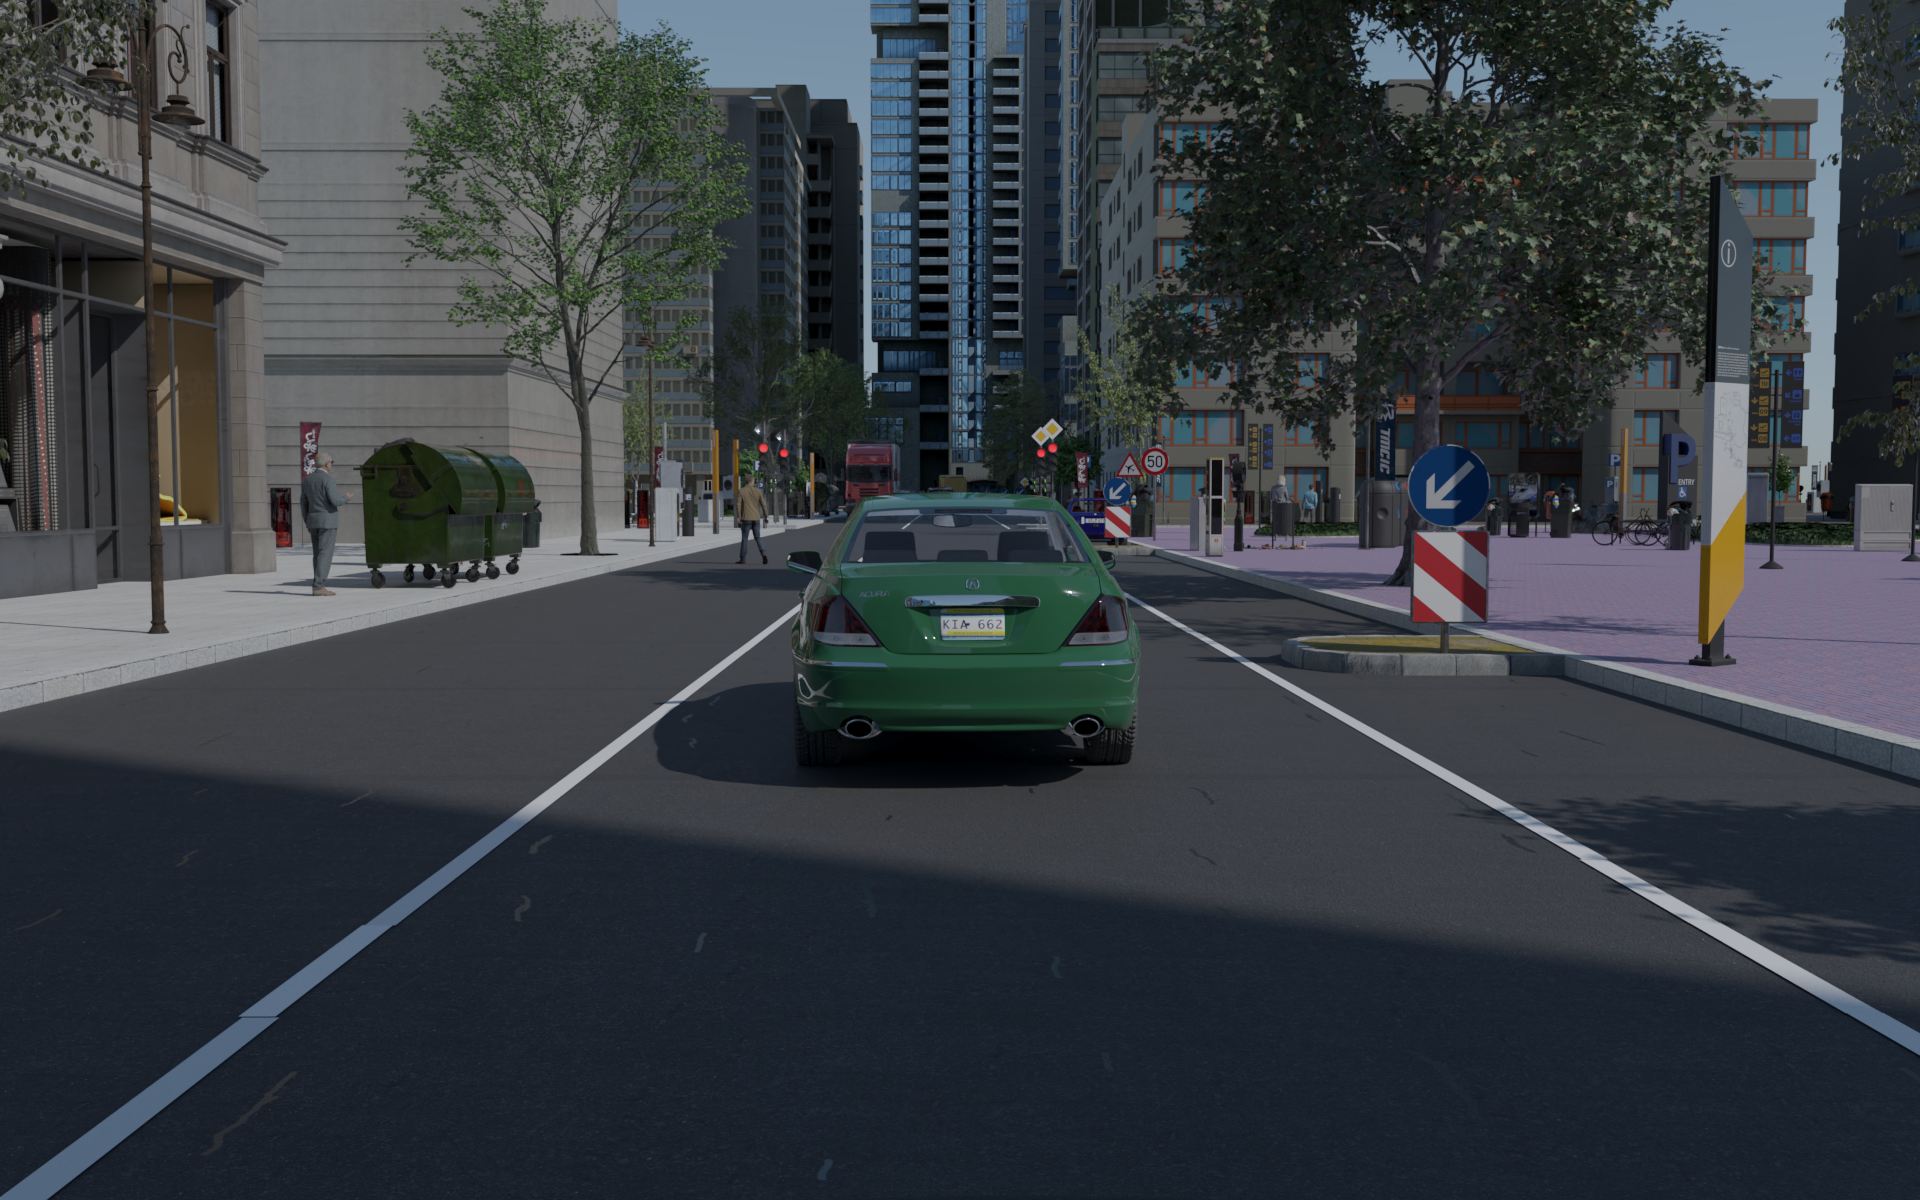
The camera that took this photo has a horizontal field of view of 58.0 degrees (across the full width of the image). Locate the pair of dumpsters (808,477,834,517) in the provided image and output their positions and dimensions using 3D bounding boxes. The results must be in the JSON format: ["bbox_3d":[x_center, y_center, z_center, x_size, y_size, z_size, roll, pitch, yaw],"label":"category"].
[{"bbox_3d":[-8.003,-5.850,98.134,1.574,2.255,4.437,0,4,-1],"label":"pair of dumpsters"}]

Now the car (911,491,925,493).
[{"bbox_3d":[-4.512,-10.818,185.554,2.281,1.827,5.304,0,4,-1],"label":"car"}]

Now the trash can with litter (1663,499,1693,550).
[{"bbox_3d":[16.404,-1.736,39.767,0.624,1.170,1.055,0,4,5],"label":"trash can with litter"}]

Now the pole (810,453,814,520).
[{"bbox_3d":[-7.313,-5.615,85.646,0.158,3.312,0.155,0,3,0],"label":"pole"}]

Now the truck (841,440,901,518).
[{"bbox_3d":[-4.554,-6.268,91.401,2.839,4.237,11.283,0,3,0],"label":"truck"}]

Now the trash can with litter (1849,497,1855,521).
[{"bbox_3d":[38.764,-3.872,74.697,0.624,1.170,1.055,1,4,14],"label":"trash can with litter"}]

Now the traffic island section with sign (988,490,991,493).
[{"bbox_3d":[3.052,-7.098,124.680,1.989,1.847,2.006,0,4,0],"label":"traffic island section with sign"}]

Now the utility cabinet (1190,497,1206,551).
[{"bbox_3d":[5.471,-1.728,39.410,0.306,1.237,1.020,0,4,-3],"label":"utility cabinet"}]

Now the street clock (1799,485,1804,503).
[{"bbox_3d":[67.883,-8.278,139.917,0.471,2.002,0.358,2,4,31],"label":"street clock"}]

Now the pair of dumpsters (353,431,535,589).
[{"bbox_3d":[-7.501,-1.403,25.439,1.574,2.255,4.437,0,4,-1],"label":"pair of dumpsters"}]

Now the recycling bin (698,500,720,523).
[{"bbox_3d":[-11.319,-4.005,78.032,0.722,1.027,0.722,3,4,37],"label":"recycling bin"}]

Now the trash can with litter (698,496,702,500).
[{"bbox_3d":[-17.941,-7.067,126.601,2.233,1.210,1.678,0,4,-2],"label":"trash can with litter"}]

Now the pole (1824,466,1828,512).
[{"bbox_3d":[62.457,-8.020,124.970,0.158,3.312,0.155,0,3,0],"label":"pole"}]

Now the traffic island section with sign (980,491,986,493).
[{"bbox_3d":[2.527,-11.822,201.917,1.989,1.847,2.006,0,4,0],"label":"traffic island section with sign"}]

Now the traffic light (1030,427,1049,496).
[{"bbox_3d":[3.358,-5.109,72.453,0.839,4.253,0.868,0,4,0],"label":"traffic light"}]

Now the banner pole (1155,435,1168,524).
[{"bbox_3d":[8.518,-5.106,73.499,0.401,3.779,0.863,3,5,42],"label":"banner pole"}]

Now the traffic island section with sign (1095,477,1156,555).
[{"bbox_3d":[3.611,-2.024,41.720,1.989,1.847,2.006,0,4,0],"label":"traffic island section with sign"}]

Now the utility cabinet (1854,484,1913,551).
[{"bbox_3d":[20.651,-1.835,38.682,1.173,1.500,0.318,0,4,2],"label":"utility cabinet"}]

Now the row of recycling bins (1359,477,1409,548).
[{"bbox_3d":[10.557,-2.174,42.657,1.069,1.692,3.534,2,4,27],"label":"row of recycling bins"}]

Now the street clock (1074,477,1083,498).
[{"bbox_3d":[5.057,-4.237,73.853,0.358,2.002,0.471,-1,4,-16],"label":"street clock"}]

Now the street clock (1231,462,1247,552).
[{"bbox_3d":[6.230,-2.087,38.688,0.358,2.002,0.471,1,4,21],"label":"street clock"}]

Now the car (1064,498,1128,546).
[{"bbox_3d":[3.367,-1.996,45.211,1.945,1.354,3.894,0,4,-1],"label":"car"}]

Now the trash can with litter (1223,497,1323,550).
[{"bbox_3d":[7.242,-1.806,40.587,2.233,1.210,1.678,2,4,32],"label":"trash can with litter"}]

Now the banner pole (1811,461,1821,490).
[{"bbox_3d":[65.390,-8.698,132.224,0.863,3.779,0.401,0,4,4],"label":"banner pole"}]

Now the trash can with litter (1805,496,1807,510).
[{"bbox_3d":[67.228,-7.653,136.509,0.624,1.170,1.055,-2,4,-35],"label":"trash can with litter"}]

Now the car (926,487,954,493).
[{"bbox_3d":[-1.101,-5.457,97.890,2.281,1.827,5.304,0,4,-1],"label":"car"}]

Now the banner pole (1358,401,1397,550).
[{"bbox_3d":[9.637,-3.053,39.930,0.863,3.779,0.401,1,4,22],"label":"banner pole"}]

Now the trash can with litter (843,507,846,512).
[{"bbox_3d":[-8.128,-7.046,126.587,1.055,1.170,0.624,0,4,1],"label":"trash can with litter"}]

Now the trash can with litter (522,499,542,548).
[{"bbox_3d":[-10.448,-1.836,41.404,0.624,1.170,1.055,-3,5,-44],"label":"trash can with litter"}]

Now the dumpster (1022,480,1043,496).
[{"bbox_3d":[5.098,-7.584,126.494,1.502,2.255,1.985,0,4,0],"label":"dumpster"}]

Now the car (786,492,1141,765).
[{"bbox_3d":[-0.031,0.073,10.609,2.131,1.459,4.920,0,4,-2],"label":"car"}]

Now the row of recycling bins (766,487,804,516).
[{"bbox_3d":[-10.743,-5.962,104.589,1.069,1.692,3.534,3,5,41],"label":"row of recycling bins"}]

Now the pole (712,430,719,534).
[{"bbox_3d":[-7.806,-3.760,55.318,0.158,3.312,0.155,0,3,0],"label":"pole"}]

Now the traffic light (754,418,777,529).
[{"bbox_3d":[-7.249,-4.615,64.380,0.839,4.253,0.868,0,4,0],"label":"traffic light"}]

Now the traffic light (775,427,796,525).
[{"bbox_3d":[-7.303,-5.104,72.365,0.839,4.253,0.868,0,4,0],"label":"traffic light"}]

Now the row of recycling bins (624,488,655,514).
[{"bbox_3d":[-20.896,-6.589,114.850,3.534,1.692,1.069,-2,4,-31],"label":"row of recycling bins"}]

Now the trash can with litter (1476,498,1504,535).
[{"bbox_3d":[16.355,-2.587,53.693,0.624,1.170,1.055,-1,4,-19],"label":"trash can with litter"}]

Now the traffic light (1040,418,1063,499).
[{"bbox_3d":[3.412,-4.621,64.468,0.839,4.253,0.868,0,4,0],"label":"traffic light"}]

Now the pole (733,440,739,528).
[{"bbox_3d":[-8.402,-4.353,65.008,0.158,3.312,0.155,0,3,0],"label":"pole"}]

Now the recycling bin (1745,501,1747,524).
[{"bbox_3d":[28.439,-3.102,63.270,0.722,1.027,0.722,1,4,14],"label":"recycling bin"}]

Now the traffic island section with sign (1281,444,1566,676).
[{"bbox_3d":[3.796,-0.367,14.621,1.989,1.847,2.006,0,4,0],"label":"traffic island section with sign"}]

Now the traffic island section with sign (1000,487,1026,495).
[{"bbox_3d":[3.235,-5.431,97.420,1.989,1.847,2.006,0,4,0],"label":"traffic island section with sign"}]

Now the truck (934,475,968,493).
[{"bbox_3d":[-0.800,-10.986,175.547,3.469,3.379,9.791,0,4,-2],"label":"truck"}]

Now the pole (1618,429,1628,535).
[{"bbox_3d":[20.679,-3.679,53.996,0.158,3.312,0.155,0,3,0],"label":"pole"}]

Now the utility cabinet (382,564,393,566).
[{"bbox_3d":[-10.405,-1.230,31.278,0.306,1.237,1.020,-1,4,-15],"label":"utility cabinet"}]

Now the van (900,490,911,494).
[{"bbox_3d":[-5.795,-10.549,179.493,2.013,2.044,4.112,0,4,1],"label":"van"}]

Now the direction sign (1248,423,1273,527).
[{"bbox_3d":[9.656,-3.898,55.727,0.876,3.537,0.379,-1,4,-16],"label":"direction sign"}]

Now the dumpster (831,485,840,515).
[{"bbox_3d":[-8.194,-6.264,108.169,1.264,1.857,1.865,0,4,0],"label":"dumpster"}]
